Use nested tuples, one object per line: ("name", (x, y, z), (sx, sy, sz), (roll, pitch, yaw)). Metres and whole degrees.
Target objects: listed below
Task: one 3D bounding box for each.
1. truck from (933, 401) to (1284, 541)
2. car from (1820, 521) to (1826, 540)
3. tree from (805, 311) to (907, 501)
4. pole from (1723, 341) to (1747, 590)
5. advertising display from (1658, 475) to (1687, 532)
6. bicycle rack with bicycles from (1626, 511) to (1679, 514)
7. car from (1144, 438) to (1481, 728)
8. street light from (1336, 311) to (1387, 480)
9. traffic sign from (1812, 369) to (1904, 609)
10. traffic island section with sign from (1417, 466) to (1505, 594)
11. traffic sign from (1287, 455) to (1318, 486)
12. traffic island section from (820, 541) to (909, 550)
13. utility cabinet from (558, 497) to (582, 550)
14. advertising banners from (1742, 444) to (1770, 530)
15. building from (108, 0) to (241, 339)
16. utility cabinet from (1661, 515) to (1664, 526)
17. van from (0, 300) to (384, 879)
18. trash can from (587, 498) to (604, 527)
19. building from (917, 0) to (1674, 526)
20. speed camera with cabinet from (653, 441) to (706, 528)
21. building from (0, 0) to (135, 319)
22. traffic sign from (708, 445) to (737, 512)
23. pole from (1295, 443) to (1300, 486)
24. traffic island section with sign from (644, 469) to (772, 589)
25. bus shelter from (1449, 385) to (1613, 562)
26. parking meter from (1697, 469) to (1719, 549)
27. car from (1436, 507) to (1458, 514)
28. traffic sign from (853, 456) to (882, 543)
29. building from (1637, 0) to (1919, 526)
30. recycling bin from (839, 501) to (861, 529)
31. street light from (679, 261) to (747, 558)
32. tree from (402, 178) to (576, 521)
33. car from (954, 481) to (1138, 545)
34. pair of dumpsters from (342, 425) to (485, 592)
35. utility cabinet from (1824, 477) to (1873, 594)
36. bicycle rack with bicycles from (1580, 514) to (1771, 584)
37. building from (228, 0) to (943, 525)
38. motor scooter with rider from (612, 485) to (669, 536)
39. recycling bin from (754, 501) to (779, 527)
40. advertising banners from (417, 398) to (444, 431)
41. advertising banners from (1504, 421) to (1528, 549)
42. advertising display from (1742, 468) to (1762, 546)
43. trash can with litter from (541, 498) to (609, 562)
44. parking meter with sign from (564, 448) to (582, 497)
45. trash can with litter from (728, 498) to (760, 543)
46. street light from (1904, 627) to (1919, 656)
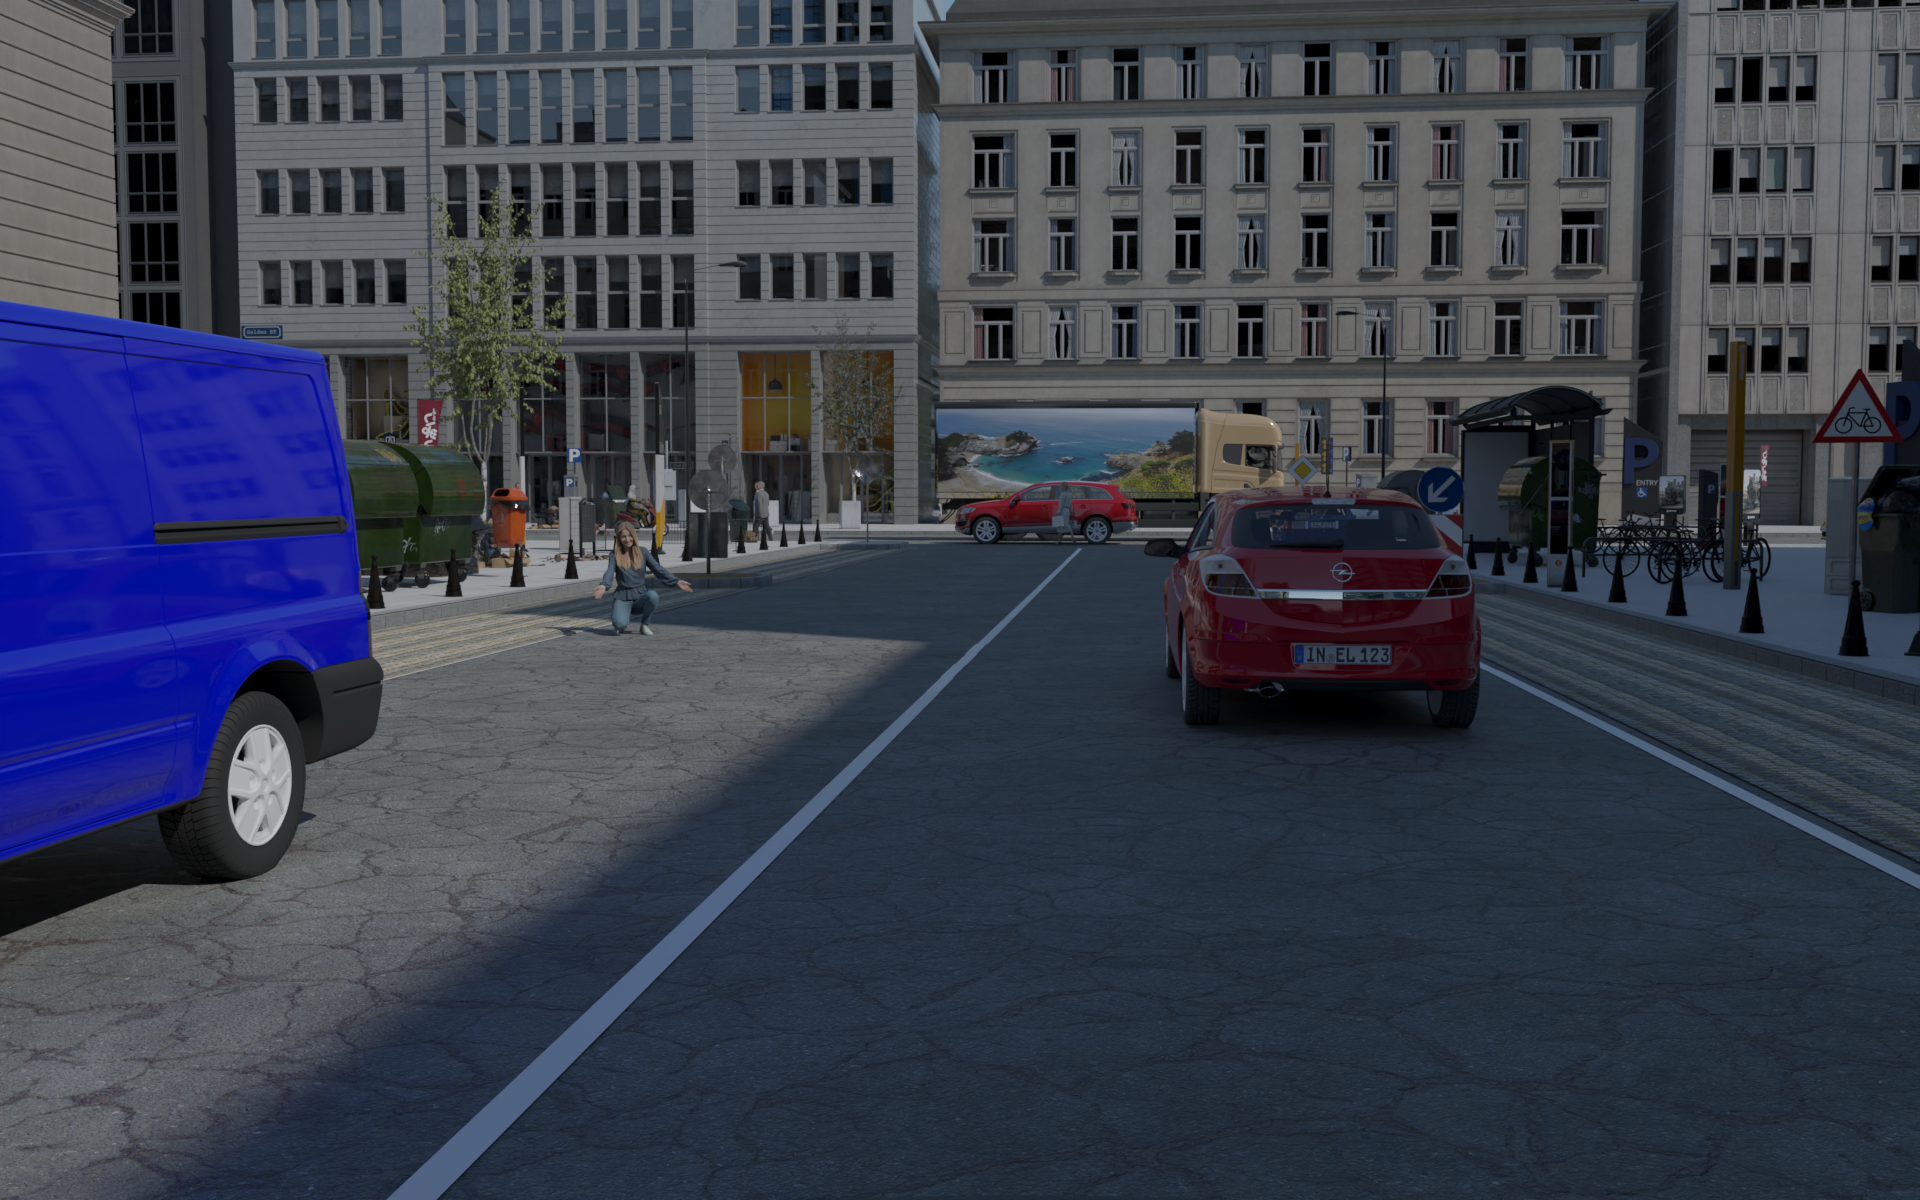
("truck", (4.907, -3.940, 53.328), (11.283, 4.237, 2.839), (0, 4, 5))
("car", (25.790, -2.279, 47.482), (3.980, 1.641, 2.015), (0, 4, 7))
("tree", (-4.217, -7.278, 69.358), (4.360, 8.622, 3.978), (0, 3, 0))
("pole", (10.397, -1.797, 23.231), (0.158, 3.312, 0.155), (0, 3, 0))
("advertising display", (24.068, -3.262, 58.554), (0.123, 1.923, 0.974), (-3, 4, -36))
("bicycle rack with bicycles", (14.273, -1.397, 36.224), (2.925, 0.926, 2.852), (3, 5, 41))
("car", (2.387, -0.191, 12.161), (2.155, 1.783, 4.494), (0, 4, 5))
("street light", (10.207, -4.368, 43.963), (1.470, 5.913, 1.316), (0, 4, 6))
("traffic sign", (9.328, -1.104, 18.057), (0.884, 2.594, 0.081), (1, 4, 10))
("traffic island section with sign", (6.891, -1.044, 25.704), (1.989, 1.847, 2.006), (0, 4, 6))
("traffic sign", (8.756, -2.488, 44.327), (0.795, 2.450, 0.064), (0, 4, 6))
("traffic island section", (-2.452, -1.423, 45.547), (2.009, 0.180, 2.903), (0, 4, 6))
("utility cabinet", (-9.012, -1.766, 40.041), (0.306, 1.237, 1.020), (0, 4, 2))
("advertising banners", (27.677, -3.943, 60.660), (2.074, 3.025, 0.090), (-2, 4, -30))
("building", (-43.174, -17.722, 83.255), (24.014, 27.812, 14.314), (0, 4, 6))
("utility cabinet", (24.896, -3.149, 62.641), (1.020, 1.237, 0.306), (0, 4, -1))
("van", (-3.724, -0.035, 4.949), (2.240, 2.365, 5.245), (0, 4, 7))
("trash can", (-14.104, -3.390, 67.085), (0.748, 1.137, 0.748), (0, 3, 0))
("building", (14.011, -14.986, 78.313), (30.059, 22.955, 16.112), (0, 4, 6))
("speed camera with cabinet", (-10.469, -4.316, 64.907), (2.038, 3.252, 0.660), (-3, 4, -39))
("building", (-29.759, -14.268, 30.550), (25.104, 27.353, 12.463), (0, 4, 6))
("traffic sign", (-6.141, -2.728, 44.717), (0.768, 2.556, 0.104), (0, 4, 7))
("pole", (13.568, -4.641, 69.727), (0.158, 3.312, 0.155), (0, 3, 0))
("traffic island section with sign", (-4.005, -1.125, 27.023), (1.989, 1.847, 2.006), (0, 4, 6))
("bus shelter", (11.391, -2.514, 35.035), (2.014, 3.302, 5.546), (0, 4, 6))
("parking meter", (17.629, -2.147, 40.815), (0.399, 1.863, 0.255), (-1, 4, -9))
("car", (13.688, -2.656, 55.422), (4.499, 1.417, 2.014), (0, 4, 7))
("traffic sign", (-2.428, -2.559, 45.483), (0.795, 2.450, 0.064), (0, 4, 6))
("building", (38.809, -15.638, 73.698), (19.932, 24.808, 12.078), (0, 4, 6))
("recycling bin", (-4.070, -3.142, 63.929), (0.722, 1.027, 0.722), (-1, 4, -10))
("street light", (-4.939, -3.803, 34.725), (1.470, 5.913, 1.316), (0, 4, 6))
("tree", (-11.310, -5.555, 41.180), (4.737, 8.622, 4.395), (0, 3, 0))
("car", (2.487, -2.529, 50.014), (5.304, 1.827, 2.281), (0, 4, 7))
("pair of dumpsters", (-7.861, -1.260, 23.099), (1.574, 2.255, 4.437), (0, 4, 6))
("utility cabinet", (11.515, -0.796, 21.691), (1.173, 1.500, 0.318), (3, 5, 43))
("bicycle rack with bicycles", (10.877, -0.769, 25.949), (2.925, 0.926, 2.852), (-1, 4, -15))
("building", (-16.025, -18.416, 78.599), (29.804, 29.767, 11.434), (0, 4, 6))
("motor scooter with rider", (-10.837, -3.038, 58.632), (1.986, 1.779, 0.876), (0, 4, 4))
("recycling bin", (-7.502, -3.332, 67.034), (0.722, 1.027, 0.722), (2, 4, 28))
("advertising banners", (-10.282, -2.152, 31.371), (2.074, 3.025, 0.090), (-3, 5, -44))
("advertising banners", (13.091, -2.710, 40.498), (0.090, 3.025, 2.074), (3, 5, 41))
("advertising display", (19.473, -2.294, 42.721), (0.974, 1.923, 0.123), (-3, 5, -40))
("trash can with litter", (-7.492, -1.369, 33.445), (1.678, 1.210, 2.233), (1, 4, 18))
("parking meter with sign", (-14.608, -4.202, 64.961), (0.543, 3.016, 1.738), (0, 4, -1))
("trash can with litter", (-5.688, -2.113, 45.940), (0.624, 1.170, 1.055), (-3, 5, -43))
("street light", (7.147, -2.515, 13.655), (1.470, 5.913, 1.316), (0, 4, 6))
